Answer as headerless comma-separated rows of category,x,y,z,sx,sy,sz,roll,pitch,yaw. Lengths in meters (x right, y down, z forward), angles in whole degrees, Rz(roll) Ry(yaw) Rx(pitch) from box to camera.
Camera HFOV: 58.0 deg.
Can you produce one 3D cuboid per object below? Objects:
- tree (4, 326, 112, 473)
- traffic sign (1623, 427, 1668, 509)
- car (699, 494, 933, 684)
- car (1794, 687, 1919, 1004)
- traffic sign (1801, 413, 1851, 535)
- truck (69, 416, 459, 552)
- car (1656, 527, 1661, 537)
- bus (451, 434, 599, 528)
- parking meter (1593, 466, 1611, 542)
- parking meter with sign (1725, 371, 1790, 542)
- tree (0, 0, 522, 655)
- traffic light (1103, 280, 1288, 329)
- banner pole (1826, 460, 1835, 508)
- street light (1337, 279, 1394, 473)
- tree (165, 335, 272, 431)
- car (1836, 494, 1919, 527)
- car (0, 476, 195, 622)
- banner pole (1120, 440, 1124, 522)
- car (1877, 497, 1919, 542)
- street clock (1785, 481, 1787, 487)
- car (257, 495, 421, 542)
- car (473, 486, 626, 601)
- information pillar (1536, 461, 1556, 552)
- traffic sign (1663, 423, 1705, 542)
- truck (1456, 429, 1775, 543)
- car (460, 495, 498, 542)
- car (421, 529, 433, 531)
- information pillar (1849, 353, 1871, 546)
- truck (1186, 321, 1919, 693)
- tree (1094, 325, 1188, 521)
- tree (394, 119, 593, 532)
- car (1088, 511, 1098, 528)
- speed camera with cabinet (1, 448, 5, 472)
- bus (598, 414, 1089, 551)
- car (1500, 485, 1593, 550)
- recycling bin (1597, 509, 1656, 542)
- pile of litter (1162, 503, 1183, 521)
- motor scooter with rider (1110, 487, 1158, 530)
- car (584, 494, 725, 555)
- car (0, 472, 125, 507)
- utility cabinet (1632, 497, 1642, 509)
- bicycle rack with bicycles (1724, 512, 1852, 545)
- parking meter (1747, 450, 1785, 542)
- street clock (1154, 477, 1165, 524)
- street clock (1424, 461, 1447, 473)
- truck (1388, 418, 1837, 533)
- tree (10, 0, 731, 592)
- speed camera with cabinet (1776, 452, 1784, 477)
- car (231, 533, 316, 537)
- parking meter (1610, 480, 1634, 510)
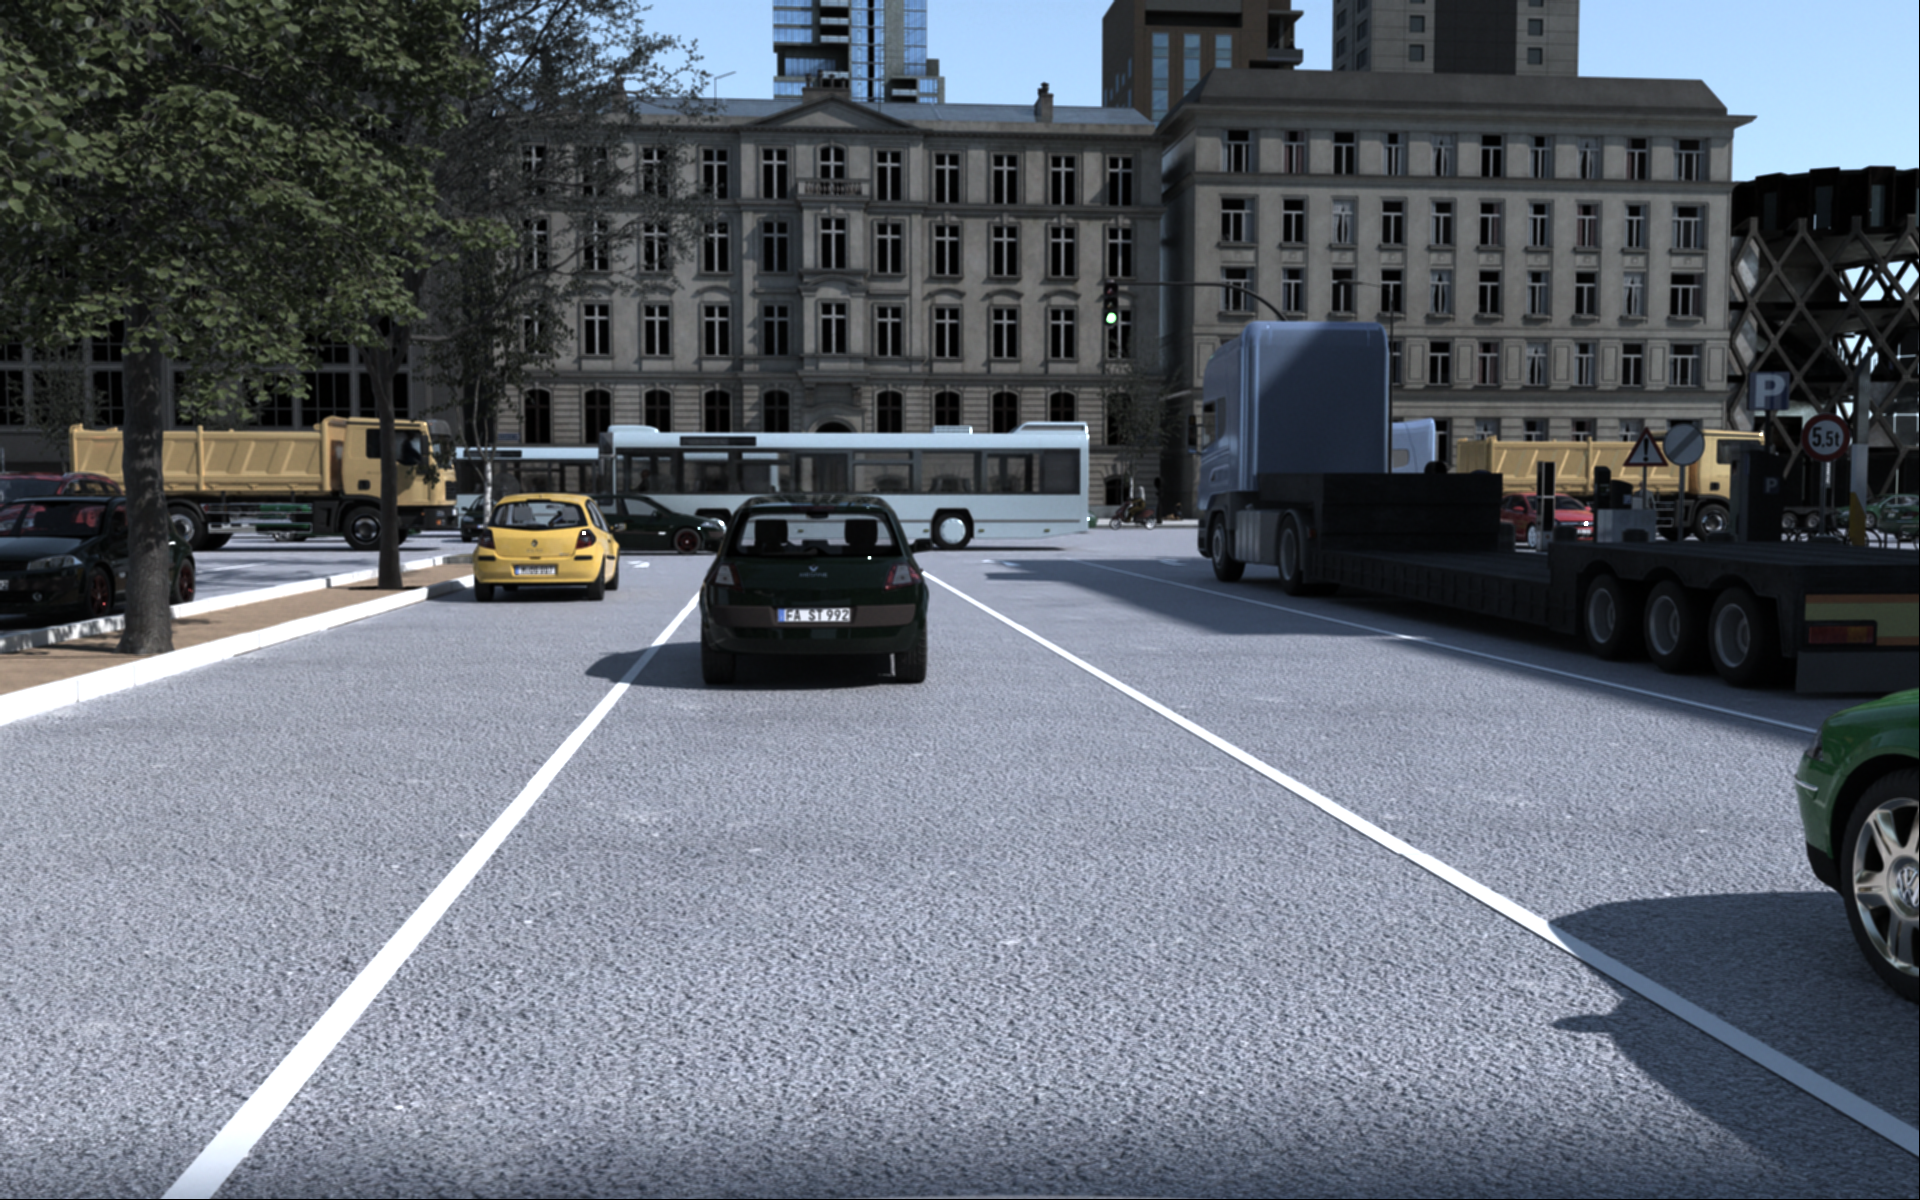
tree,-37.108,-7.422,71.713,4.360,8.622,3.978,0,3,0
traffic sign,13.247,-2.051,33.530,0.884,2.594,0.081,0,4,-1
car,-1.197,-0.289,14.507,2.009,1.686,4.222,0,4,-4
car,3.702,0.320,3.572,1.959,1.807,4.718,0,4,-8
traffic sign,13.616,-1.665,27.329,0.768,2.556,0.104,0,4,3
truck,-17.039,-2.944,44.056,9.791,3.379,3.469,0,4,-6
car,24.592,-2.848,58.923,4.827,1.381,2.083,0,4,-6
bus,-12.760,-3.881,58.312,13.247,3.499,2.948,0,4,-5
parking meter,13.430,-1.868,36.246,0.255,1.863,0.399,0,4,6
parking meter with sign,11.683,-1.792,25.564,0.543,3.016,1.738,1,4,11
tree,-7.442,-5.811,15.586,7.486,12.596,7.792,0,3,0
traffic light,5.374,-3.825,37.204,4.771,5.953,1.251,0,4,-6
banner pole,41.556,-5.670,82.724,0.863,3.779,0.401,-2,4,-28
street light,8.840,-3.984,37.680,1.470,5.913,1.316,0,4,-6
tree,-34.223,-7.915,79.766,4.360,8.622,3.978,0,3,0
car,39.543,-3.794,73.833,4.920,1.459,2.131,0,4,-5
car,-10.359,-0.631,20.105,2.009,1.686,4.222,0,4,-4
banner pole,7.485,-5.505,80.021,0.401,3.779,0.863,0,4,5
car,30.006,-2.438,51.656,4.920,1.459,2.131,0,4,-4
street clock,40.437,-4.937,85.295,0.471,2.002,0.358,1,4,20
car,-18.782,-2.475,52.267,4.920,1.459,2.131,0,4,-6
car,-5.810,-0.881,24.622,2.015,1.641,3.980,0,4,-7
information pillar,12.952,-2.068,38.305,0.304,2.012,0.304,0,4,-6
traffic sign,13.025,-1.906,31.265,0.768,2.556,0.104,0,4,-2
truck,20.164,-3.452,52.363,9.791,3.379,3.469,0,4,-5
car,-14.062,-2.631,52.796,2.009,1.686,4.222,0,4,-5
car,-19.849,-3.565,67.875,3.694,1.707,1.945,0,4,-5
information pillar,14.935,-2.287,28.745,0.504,3.616,0.183,-3,5,-41
truck,6.086,-1.929,21.293,2.967,4.110,18.799,0,4,-5
tree,7.806,-7.726,76.683,4.360,8.622,3.978,0,3,0
tree,-9.236,-4.948,33.716,4.360,8.622,3.978,0,3,0
car,2.636,-3.183,63.834,4.920,1.459,2.131,0,4,-7
speed camera with cabinet,-43.379,-5.070,77.227,2.038,3.252,0.660,3,5,44
bus,-3.434,-3.040,44.559,13.247,3.499,2.948,0,4,-4
car,15.520,-2.263,46.039,2.155,1.783,4.494,0,4,-5
recycling bin,10.996,-0.981,28.594,0.722,1.027,0.722,0,4,-2
pile of litter,10.354,-4.303,84.317,1.176,0.858,1.719,2,4,25
motor scooter with rider,7.028,-3.732,69.990,1.986,1.779,0.876,0,4,-4
car,-7.680,-1.917,41.127,4.222,1.686,2.009,0,4,-6
car,-15.865,-1.281,29.619,2.281,1.827,5.304,0,4,-5
utility cabinet,13.402,-1.437,34.659,0.306,1.237,1.020,3,5,40
bicycle rack with bicycles,17.145,-1.297,34.588,2.852,0.926,2.925,-2,4,-24
parking meter,10.702,-1.058,23.005,0.399,1.863,0.255,0,4,-7
street clock,8.492,-4.234,73.795,0.358,2.002,0.471,-2,4,-28
street clock,10.453,-2.051,38.104,0.471,2.002,0.358,-2,4,-30
truck,22.274,-4.462,62.720,18.799,4.110,2.967,0,4,-6
tree,-8.469,-6.881,25.333,12.009,13.543,11.850,0,3,0
speed camera with cabinet,38.182,-5.402,82.654,0.660,3.252,2.038,-2,4,-32
car,-22.728,-2.732,56.675,4.499,1.417,2.014,0,4,-7
parking meter,11.706,-1.361,30.671,0.372,1.533,0.369,0,3,0
